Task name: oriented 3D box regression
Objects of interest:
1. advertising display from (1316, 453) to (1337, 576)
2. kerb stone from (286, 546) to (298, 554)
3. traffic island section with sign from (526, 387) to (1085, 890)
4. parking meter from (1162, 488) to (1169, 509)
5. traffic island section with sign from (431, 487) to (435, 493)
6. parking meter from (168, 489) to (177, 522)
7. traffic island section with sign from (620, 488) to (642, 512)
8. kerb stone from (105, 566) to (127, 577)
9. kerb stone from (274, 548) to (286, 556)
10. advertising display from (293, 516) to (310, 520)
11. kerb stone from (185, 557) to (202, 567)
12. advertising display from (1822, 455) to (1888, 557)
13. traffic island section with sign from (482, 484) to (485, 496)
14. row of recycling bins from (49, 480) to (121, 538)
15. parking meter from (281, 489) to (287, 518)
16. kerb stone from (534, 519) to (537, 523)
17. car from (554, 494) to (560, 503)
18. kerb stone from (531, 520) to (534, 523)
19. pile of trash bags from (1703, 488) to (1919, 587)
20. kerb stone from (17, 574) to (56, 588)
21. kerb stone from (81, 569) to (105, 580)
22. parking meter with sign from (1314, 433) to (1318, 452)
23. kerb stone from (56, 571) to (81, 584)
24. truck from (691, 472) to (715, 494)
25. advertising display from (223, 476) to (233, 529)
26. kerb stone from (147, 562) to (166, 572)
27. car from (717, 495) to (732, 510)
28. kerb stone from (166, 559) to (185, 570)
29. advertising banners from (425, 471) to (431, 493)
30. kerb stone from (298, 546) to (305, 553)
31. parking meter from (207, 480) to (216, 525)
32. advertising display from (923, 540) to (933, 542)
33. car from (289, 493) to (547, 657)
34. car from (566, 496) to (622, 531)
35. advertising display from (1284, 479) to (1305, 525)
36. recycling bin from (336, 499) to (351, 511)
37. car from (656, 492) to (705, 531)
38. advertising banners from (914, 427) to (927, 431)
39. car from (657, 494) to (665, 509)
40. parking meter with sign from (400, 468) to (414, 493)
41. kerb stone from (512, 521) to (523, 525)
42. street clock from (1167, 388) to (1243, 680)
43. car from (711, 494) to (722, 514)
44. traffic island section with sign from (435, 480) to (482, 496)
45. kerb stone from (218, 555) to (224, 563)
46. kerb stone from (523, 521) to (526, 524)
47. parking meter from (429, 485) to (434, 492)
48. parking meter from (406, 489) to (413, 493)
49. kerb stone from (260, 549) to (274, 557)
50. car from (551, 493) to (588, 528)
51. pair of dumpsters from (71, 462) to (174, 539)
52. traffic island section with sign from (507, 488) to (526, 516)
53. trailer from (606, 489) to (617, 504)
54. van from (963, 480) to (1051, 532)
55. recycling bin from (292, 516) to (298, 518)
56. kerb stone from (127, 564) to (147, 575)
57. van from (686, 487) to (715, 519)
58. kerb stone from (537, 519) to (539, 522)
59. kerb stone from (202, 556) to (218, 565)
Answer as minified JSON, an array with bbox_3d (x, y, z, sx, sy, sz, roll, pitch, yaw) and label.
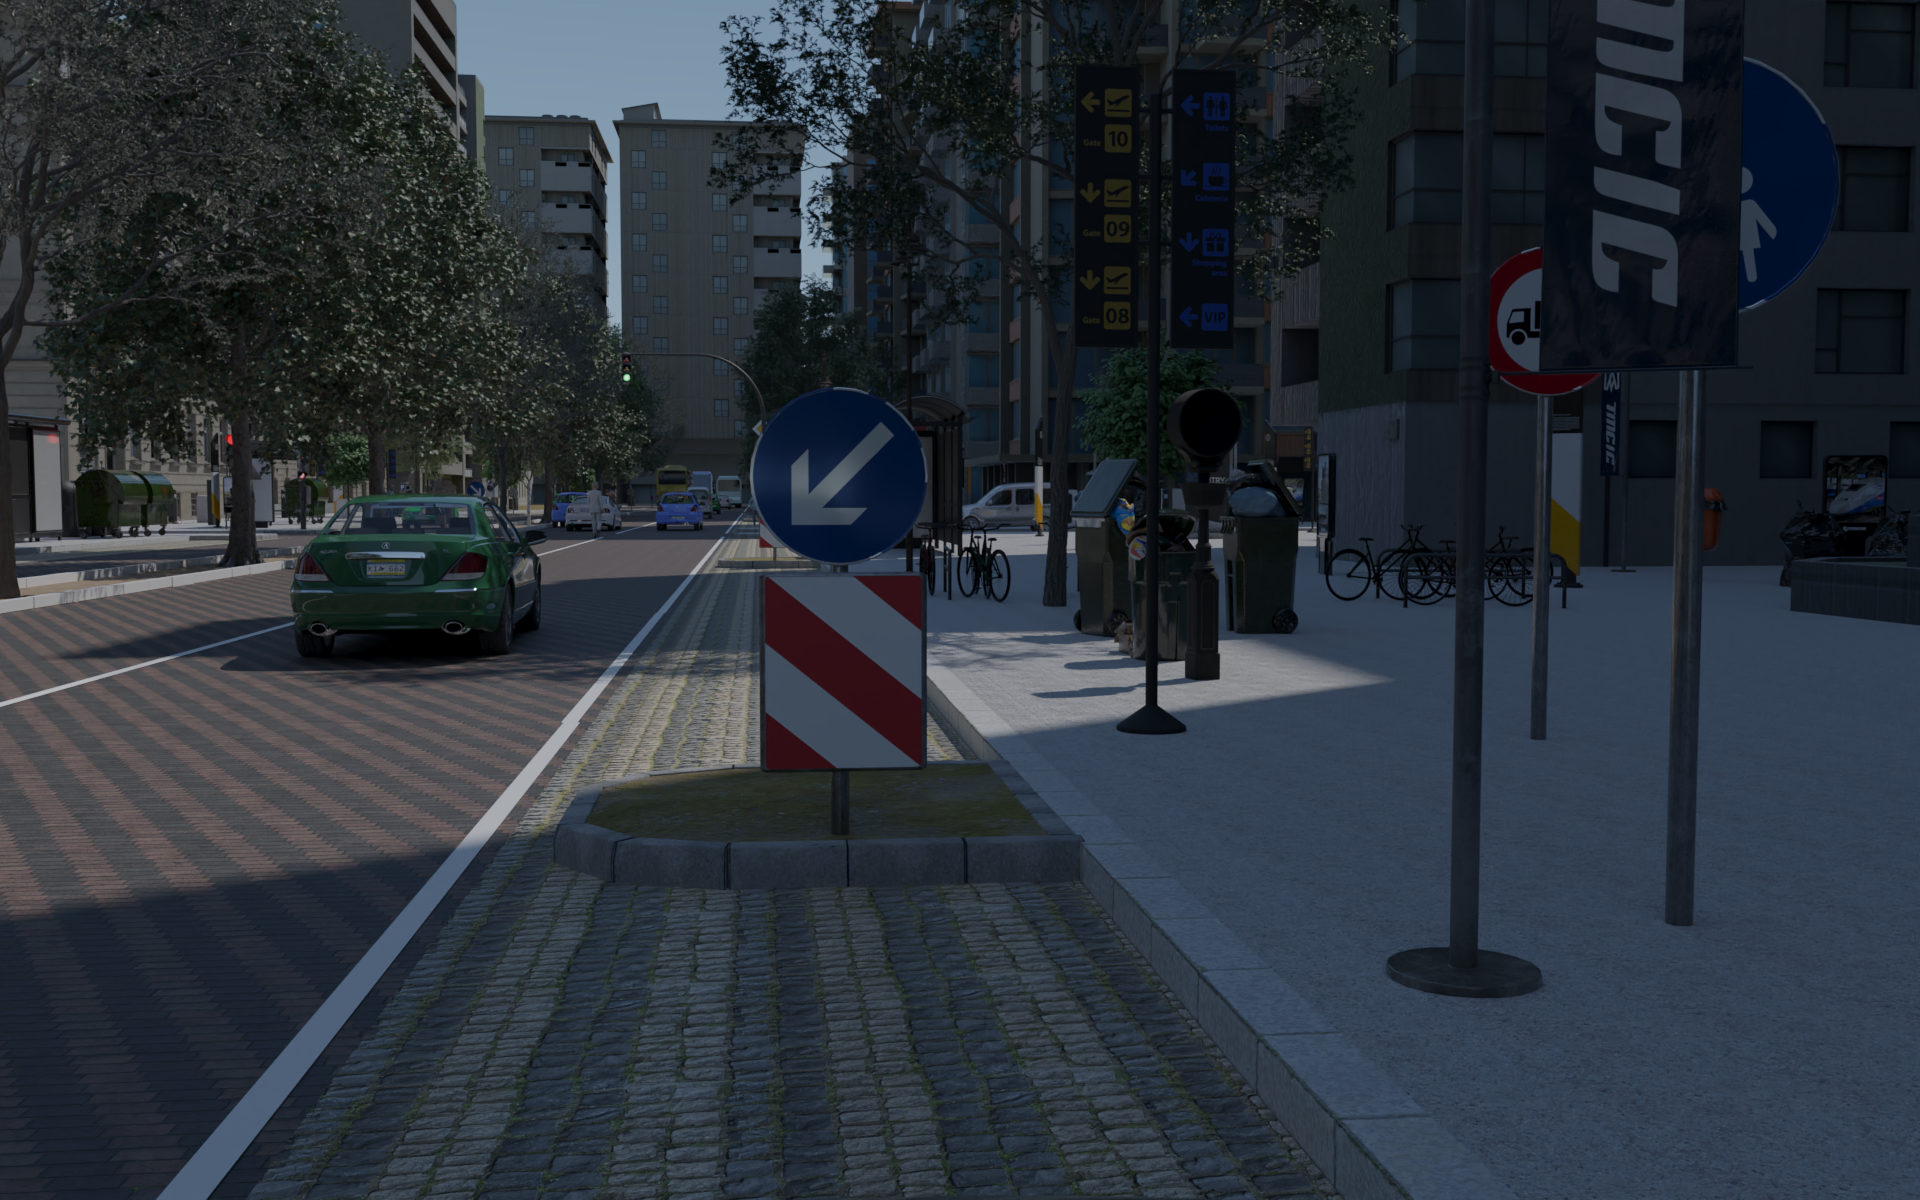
[{"bbox_3d":[5.845,-1.373,27.659,0.123,1.923,0.974,0,4,1],"label":"advertising display"},{"bbox_3d":[-16.005,-1.161,41.172,0.120,0.150,1.000,0,4,-7],"label":"kerb stone"},{"bbox_3d":[-0.636,0.088,7.196,1.989,1.847,2.006,0,4,-7],"label":"traffic island section with sign"},{"bbox_3d":[8.663,-3.973,73.370,0.372,1.533,0.369,0,3,0],"label":"parking meter"},{"bbox_3d":[-26.238,-4.793,86.998,1.989,1.847,2.006,0,4,-7],"label":"traffic island section with sign"},{"bbox_3d":[-35.214,-4.221,77.431,0.372,1.533,0.369,0,3,0],"label":"parking meter"},{"bbox_3d":[-26.144,-7.914,137.536,2.006,1.907,1.989,0,4,-7],"label":"traffic island section with sign"},{"bbox_3d":[-14.705,-0.472,29.954,0.120,0.150,1.000,0,4,-7],"label":"kerb stone"},{"bbox_3d":[-15.890,-1.095,40.149,0.120,0.150,1.000,0,4,-7],"label":"kerb stone"},{"bbox_3d":[-32.551,-4.915,85.577,0.974,1.923,0.123,1,4,14],"label":"advertising display"},{"bbox_3d":[-15.175,-0.724,34.036,0.120,0.150,1.000,0,4,-7],"label":"kerb stone"},{"bbox_3d":[14.759,-1.430,28.598,0.974,1.923,0.123,0,4,8],"label":"advertising display"},{"bbox_3d":[-17.465,-3.349,62.898,2.006,1.907,1.989,0,4,-7],"label":"traffic island section with sign"},{"bbox_3d":[-26.561,-2.775,52.482,1.069,1.692,3.534,0,4,-2],"label":"row of recycling bins"},{"bbox_3d":[-36.213,-5.167,92.890,0.372,1.533,0.369,0,3,0],"label":"parking meter"},{"bbox_3d":[-21.164,-3.870,85.554,0.120,0.150,1.000,0,4,-7],"label":"kerb stone"},{"bbox_3d":[-28.094,-6.990,123.089,1.959,1.807,4.718,0,4,-5],"label":"car"},{"bbox_3d":[-21.056,-3.813,84.537,0.120,0.150,1.000,0,4,-7],"label":"kerb stone"},{"bbox_3d":[11.924,-0.900,24.465,3.447,1.369,1.912,3,5,42],"label":"pile of trash bags"},{"bbox_3d":[-14.350,-0.284,26.908,0.120,0.150,1.000,0,4,-7],"label":"kerb stone"},{"bbox_3d":[-14.587,-0.412,28.938,0.120,0.150,1.000,0,4,-7],"label":"kerb stone"},{"bbox_3d":[10.834,-3.223,48.965,0.543,3.016,1.738,-2,4,-34],"label":"parking meter with sign"},{"bbox_3d":[-14.476,-0.350,27.922,0.120,0.150,1.000,0,4,-7],"label":"kerb stone"},{"bbox_3d":[-30.493,-12.976,201.911,2.967,4.110,18.799,0,4,-5],"label":"truck"},{"bbox_3d":[-26.548,-3.572,63.620,0.974,1.923,0.123,0,4,-1],"label":"advertising display"},{"bbox_3d":[-14.945,-0.594,31.992,0.120,0.150,1.000,0,4,-7],"label":"kerb stone"},{"bbox_3d":[-22.347,-9.138,161.776,2.083,1.381,4.827,0,4,-6],"label":"car"},{"bbox_3d":[-15.056,-0.656,33.013,0.120,0.150,1.000,0,4,-7],"label":"kerb stone"},{"bbox_3d":[-33.755,-6.955,109.898,0.090,3.025,2.074,-2,4,-26],"label":"advertising banners"},{"bbox_3d":[-16.132,-1.223,42.196,0.120,0.150,1.000,0,4,-7],"label":"kerb stone"},{"bbox_3d":[-30.750,-4.009,71.258,0.255,1.863,0.399,1,4,15],"label":"parking meter"},{"bbox_3d":[-0.866,-2.493,45.979,0.123,1.923,0.974,-2,4,-33],"label":"advertising display"},{"bbox_3d":[-5.138,-0.304,16.766,2.131,1.459,4.920,-1,4,-8],"label":"car"},{"bbox_3d":[-14.413,-3.417,68.229,2.083,1.381,4.827,0,4,-6],"label":"car"},{"bbox_3d":[14.014,-4.125,72.650,0.974,1.923,0.123,3,5,45],"label":"advertising display"},{"bbox_3d":[-32.172,-4.777,90.652,0.722,1.027,0.722,0,4,-2],"label":"recycling bin"},{"bbox_3d":[-11.122,-3.624,68.842,1.945,1.707,3.694,0,4,-6],"label":"car"},{"bbox_3d":[-1.820,-2.873,43.153,2.074,3.025,0.090,-1,4,-14],"label":"advertising banners"},{"bbox_3d":[-21.423,-7.135,128.447,2.131,1.459,4.920,0,4,-5],"label":"car"},{"bbox_3d":[-34.850,-6.887,108.868,0.543,3.016,1.738,1,4,22],"label":"parking meter with sign"},{"bbox_3d":[-20.570,-3.562,80.472,0.120,0.150,1.000,0,4,-7],"label":"kerb stone"},{"bbox_3d":[1.683,-0.453,11.971,0.471,2.002,0.358,-1,4,-16],"label":"street clock"},{"bbox_3d":[-18.023,-7.035,123.819,1.959,1.807,4.718,0,4,-6],"label":"car"},{"bbox_3d":[-16.620,-2.899,55.539,2.006,1.907,1.989,0,4,-7],"label":"traffic island section with sign"},{"bbox_3d":[-15.418,-0.845,36.077,0.120,0.150,1.000,0,4,-7],"label":"kerb stone"},{"bbox_3d":[-20.687,-3.627,81.492,0.120,0.150,1.000,0,4,-7],"label":"kerb stone"},{"bbox_3d":[-33.966,-6.461,111.347,0.255,1.863,0.399,-2,4,-35],"label":"parking meter"},{"bbox_3d":[-30.432,-5.340,95.713,0.372,1.533,0.369,0,3,0],"label":"parking meter"},{"bbox_3d":[-15.771,-1.036,39.134,0.120,0.150,1.000,0,4,-7],"label":"kerb stone"},{"bbox_3d":[-16.754,-4.033,75.532,1.945,1.707,3.694,0,4,-5],"label":"car"},{"bbox_3d":[-24.839,-2.993,51.431,1.574,2.255,4.437,0,4,-7],"label":"pair of dumpsters"},{"bbox_3d":[-29.345,-6.431,113.778,1.989,1.847,2.006,0,4,-7],"label":"traffic island section with sign"},{"bbox_3d":[-38.926,-11.398,193.409,1.471,1.999,3.904,0,4,-6],"label":"trailer"},{"bbox_3d":[1.591,-3.370,62.108,4.112,2.044,2.013,0,4,-6],"label":"van"},{"bbox_3d":[-36.173,-4.990,94.147,0.722,1.027,0.722,3,4,36],"label":"recycling bin"},{"bbox_3d":[-14.820,-0.535,30.977,0.120,0.150,1.000,0,4,-7],"label":"kerb stone"},{"bbox_3d":[-15.346,-5.779,101.499,2.013,2.044,4.112,-1,4,-9],"label":"van"},{"bbox_3d":[-21.281,-3.934,86.569,0.120,0.150,1.000,0,4,-7],"label":"kerb stone"},{"bbox_3d":[-15.294,-0.786,35.051,0.120,0.150,1.000,0,4,-7],"label":"kerb stone"}]
